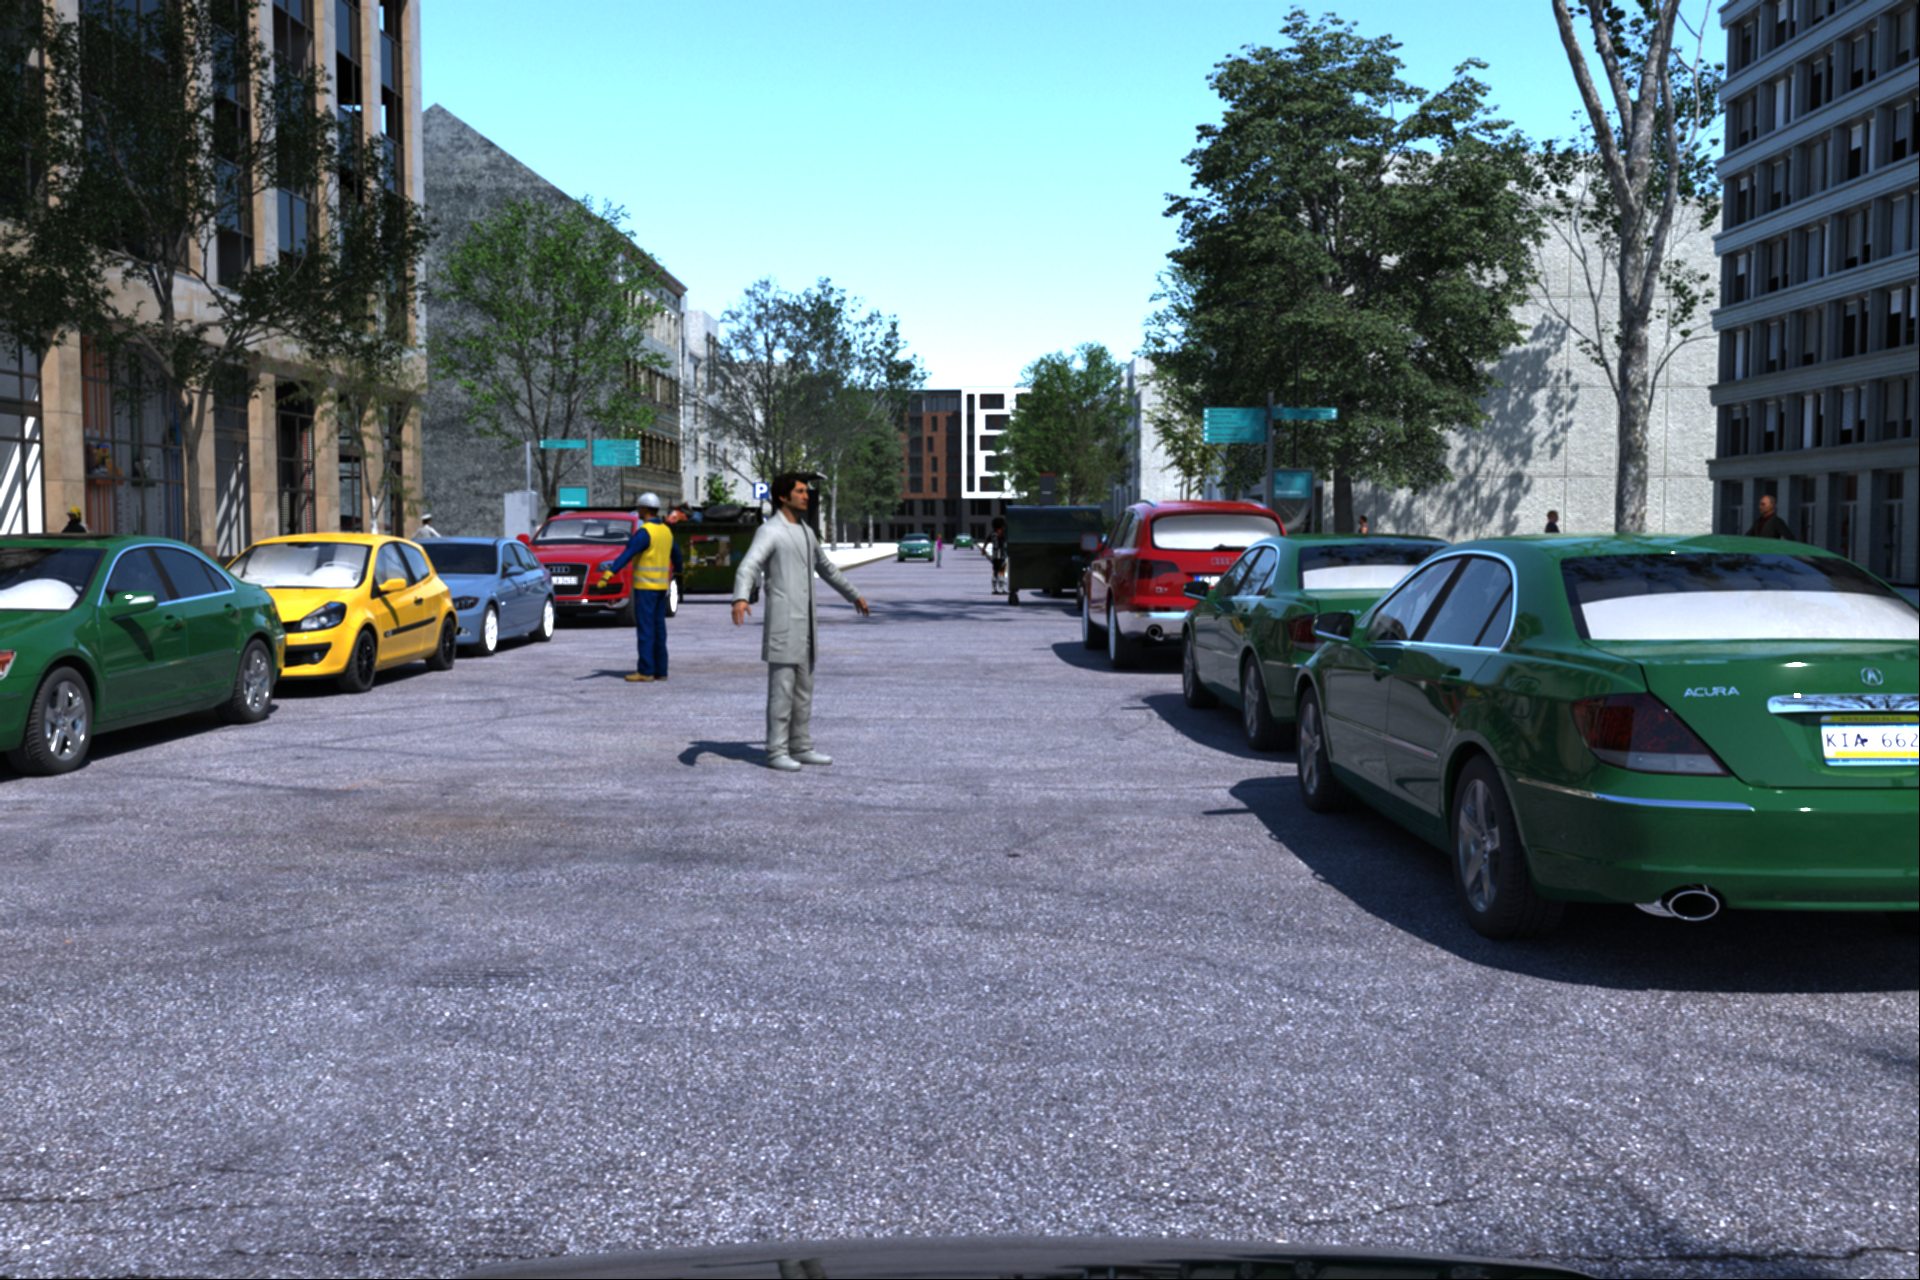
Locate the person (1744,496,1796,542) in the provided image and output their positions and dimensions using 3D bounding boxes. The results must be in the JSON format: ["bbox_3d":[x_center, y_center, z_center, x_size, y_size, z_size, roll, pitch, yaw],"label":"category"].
[{"bbox_3d":[11.051,-1.077,23.795,0.705,1.807,1.348,-1,4,-18],"label":"person"}]

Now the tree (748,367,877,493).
[{"bbox_3d":[-8.830,-10.891,103.828,9.928,11.665,9.643,0,3,0],"label":"tree"}]

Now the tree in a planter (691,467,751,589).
[{"bbox_3d":[-6.418,-2.989,46.087,1.991,3.239,1.994,0,4,1],"label":"tree in a planter"}]

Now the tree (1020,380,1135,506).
[{"bbox_3d":[7.025,-10.239,101.827,7.601,10.594,8.767,-2,4,-32],"label":"tree"}]

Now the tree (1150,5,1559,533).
[{"bbox_3d":[9.300,-8.265,41.790,9.857,13.997,8.962,0,3,0],"label":"tree"}]

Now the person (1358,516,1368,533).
[{"bbox_3d":[11.469,-2.648,49.458,0.704,1.807,1.345,1,4,15],"label":"person"}]

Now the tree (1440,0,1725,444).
[{"bbox_3d":[23.873,-12.713,63.746,12.611,20.169,13.585,0,3,0],"label":"tree"}]

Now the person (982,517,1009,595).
[{"bbox_3d":[0.940,-1.977,40.925,0.704,1.843,1.345,-3,5,-42],"label":"person"}]

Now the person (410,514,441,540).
[{"bbox_3d":[-13.231,-2.245,43.170,1.216,1.778,0.721,1,4,17],"label":"person"}]

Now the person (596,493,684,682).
[{"bbox_3d":[-3.052,-0.520,16.925,0.705,1.833,1.349,2,4,25],"label":"person"}]

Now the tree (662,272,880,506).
[{"bbox_3d":[-8.878,-10.516,82.304,12.009,13.543,11.850,0,3,0],"label":"tree"}]

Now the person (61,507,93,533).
[{"bbox_3d":[-18.728,-1.889,36.650,1.351,1.858,0.704,1,4,16],"label":"person"}]

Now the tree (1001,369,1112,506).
[{"bbox_3d":[6.360,-12.179,117.251,7.486,12.596,7.792,0,3,0],"label":"tree"}]

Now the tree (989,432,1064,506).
[{"bbox_3d":[6.364,-14.133,156.827,9.928,11.665,9.643,0,3,0],"label":"tree"}]

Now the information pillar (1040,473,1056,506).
[{"bbox_3d":[3.745,-5.186,74.161,0.750,3.857,0.750,0,4,-1],"label":"information pillar"}]

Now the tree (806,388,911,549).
[{"bbox_3d":[-8.994,-14.893,150.152,9.857,13.997,8.962,0,3,0],"label":"tree"}]

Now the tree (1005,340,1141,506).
[{"bbox_3d":[5.997,-10.176,92.129,9.928,11.665,9.643,0,3,0],"label":"tree"}]

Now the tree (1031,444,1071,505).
[{"bbox_3d":[6.267,-10.822,127.305,4.360,8.622,3.978,0,3,0],"label":"tree"}]

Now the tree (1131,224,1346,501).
[{"bbox_3d":[9.234,-8.027,57.001,9.928,11.665,9.643,0,3,0],"label":"tree"}]

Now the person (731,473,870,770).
[{"bbox_3d":[-1.015,-0.123,10.649,0.705,1.806,1.347,2,4,31],"label":"person"}]

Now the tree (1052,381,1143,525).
[{"bbox_3d":[6.068,-8.190,84.265,4.360,8.622,3.978,0,3,0],"label":"tree"}]

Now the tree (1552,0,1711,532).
[{"bbox_3d":[7.254,-10.172,22.201,12.611,20.169,13.585,0,3,0],"label":"tree"}]

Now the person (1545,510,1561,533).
[{"bbox_3d":[11.966,-1.728,34.851,0.434,1.755,0.990,1,4,16],"label":"person"}]

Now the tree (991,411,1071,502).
[{"bbox_3d":[6.315,-13.102,139.977,9.928,11.665,9.643,0,3,0],"label":"tree"}]

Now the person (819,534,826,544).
[{"bbox_3d":[-6.083,-4.101,73.770,0.721,1.740,1.216,2,4,29],"label":"person"}]

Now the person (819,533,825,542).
[{"bbox_3d":[-7.257,-4.961,87.340,0.704,1.802,1.346,2,4,29],"label":"person"}]

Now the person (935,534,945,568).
[{"bbox_3d":[-0.832,-3.795,73.764,0.599,1.433,0.991,1,4,16],"label":"person"}]

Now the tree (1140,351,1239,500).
[{"bbox_3d":[9.078,-7.158,67.394,4.737,8.622,4.395,0,3,0],"label":"tree"}]

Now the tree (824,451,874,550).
[{"bbox_3d":[-9.304,-11.576,139.624,4.360,8.622,3.978,0,3,0],"label":"tree"}]

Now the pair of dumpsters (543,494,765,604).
[{"bbox_3d":[-6.283,-1.882,35.720,4.436,2.255,1.574,0,4,1],"label":"pair of dumpsters"}]

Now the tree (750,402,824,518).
[{"bbox_3d":[-9.246,-8.689,92.434,4.737,8.622,4.395,0,3,0],"label":"tree"}]

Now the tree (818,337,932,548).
[{"bbox_3d":[-9.062,-18.905,164.990,12.611,20.169,13.585,0,3,0],"label":"tree"}]

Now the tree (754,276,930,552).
[{"bbox_3d":[-8.535,-16.504,125.722,12.611,20.169,13.585,0,3,0],"label":"tree"}]

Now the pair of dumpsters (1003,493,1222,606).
[{"bbox_3d":[3.087,-1.825,34.793,4.436,2.255,1.574,0,4,-1],"label":"pair of dumpsters"}]
